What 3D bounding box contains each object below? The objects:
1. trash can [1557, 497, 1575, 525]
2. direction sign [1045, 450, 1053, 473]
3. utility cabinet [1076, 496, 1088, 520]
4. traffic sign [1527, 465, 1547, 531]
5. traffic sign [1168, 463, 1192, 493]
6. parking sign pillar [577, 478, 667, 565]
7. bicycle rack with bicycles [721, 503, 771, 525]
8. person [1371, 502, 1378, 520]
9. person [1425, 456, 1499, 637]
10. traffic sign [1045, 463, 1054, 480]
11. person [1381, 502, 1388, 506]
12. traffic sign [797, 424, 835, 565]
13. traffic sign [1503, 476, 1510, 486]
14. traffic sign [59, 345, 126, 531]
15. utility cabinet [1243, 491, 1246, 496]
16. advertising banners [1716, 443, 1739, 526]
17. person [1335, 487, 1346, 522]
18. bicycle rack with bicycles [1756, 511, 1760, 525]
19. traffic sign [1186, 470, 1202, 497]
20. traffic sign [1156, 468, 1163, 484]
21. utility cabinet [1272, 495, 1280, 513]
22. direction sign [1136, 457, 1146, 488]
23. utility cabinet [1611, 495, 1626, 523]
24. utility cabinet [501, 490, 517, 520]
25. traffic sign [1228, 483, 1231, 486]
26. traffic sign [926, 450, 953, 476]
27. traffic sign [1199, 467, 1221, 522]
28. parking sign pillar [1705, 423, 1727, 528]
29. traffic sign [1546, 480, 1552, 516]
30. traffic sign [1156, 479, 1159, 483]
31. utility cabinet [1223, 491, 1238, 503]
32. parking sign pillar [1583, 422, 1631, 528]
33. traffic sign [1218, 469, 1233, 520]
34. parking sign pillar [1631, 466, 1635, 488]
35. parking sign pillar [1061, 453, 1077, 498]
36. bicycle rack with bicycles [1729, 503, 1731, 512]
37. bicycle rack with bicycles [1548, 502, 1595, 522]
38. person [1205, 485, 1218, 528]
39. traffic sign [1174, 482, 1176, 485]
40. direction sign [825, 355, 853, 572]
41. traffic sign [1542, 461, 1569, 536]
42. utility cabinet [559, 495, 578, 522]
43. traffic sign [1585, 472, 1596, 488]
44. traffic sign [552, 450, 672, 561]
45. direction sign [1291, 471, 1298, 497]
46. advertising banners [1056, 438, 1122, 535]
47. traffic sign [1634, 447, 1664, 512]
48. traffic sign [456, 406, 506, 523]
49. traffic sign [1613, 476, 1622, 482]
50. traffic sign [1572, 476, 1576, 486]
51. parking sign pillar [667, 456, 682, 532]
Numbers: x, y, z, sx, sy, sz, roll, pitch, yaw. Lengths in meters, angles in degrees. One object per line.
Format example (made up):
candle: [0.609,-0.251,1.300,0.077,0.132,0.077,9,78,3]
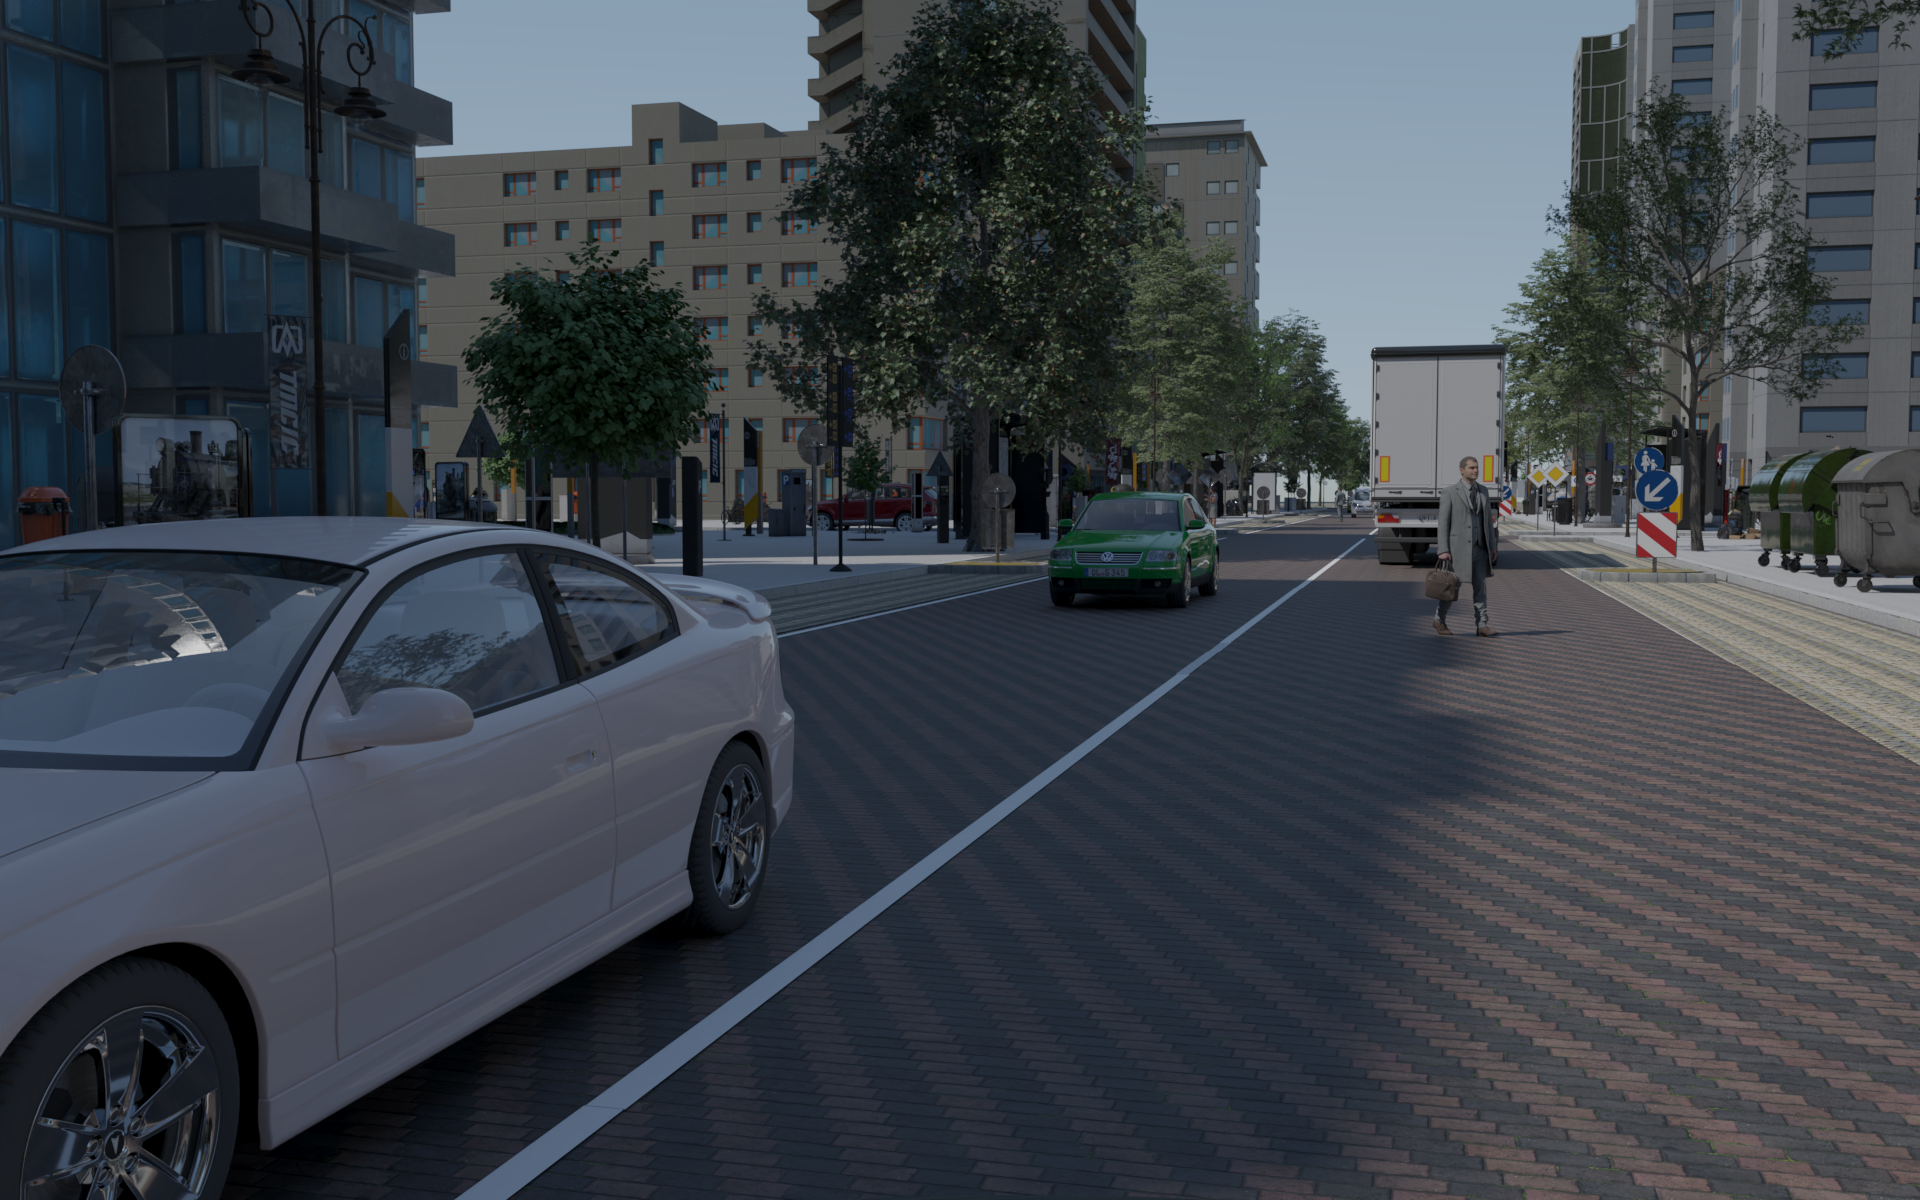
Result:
trash can: [25.194,-3.699,72.125,0.748,1.137,0.748,0,3,0]
direction sign: [4.533,-5.944,89.184,0.379,3.537,0.876,-2,4,-28]
utility cabinet: [3.705,-2.550,52.852,0.306,1.237,1.020,1,4,8]
traffic sign: [20.105,-3.461,60.222,0.795,2.450,0.064,1,4,15]
traffic sign: [7.035,-3.170,55.467,0.795,2.450,0.064,1,4,15]
parking sign pillar: [-6.348,-2.650,31.807,1.447,3.967,1.447,0,4,5]
bicycle rack with bicycles: [-8.860,-3.641,72.913,2.852,0.926,2.925,3,5,45]
person: [22.578,-5.076,94.081,0.523,1.515,0.503,1,4,12]
person: [5.102,-0.541,17.442,0.694,1.812,0.767,-1,4,-19]
traffic sign: [3.051,-3.913,63.975,0.884,2.594,0.081,2,4,24]
person: [32.176,-7.482,130.842,0.660,1.820,0.620,-2,4,-26]
traffic sign: [-2.619,-1.908,31.300,0.768,2.556,0.104,2,4,24]
traffic sign: [39.131,-7.616,124.624,0.768,2.556,0.104,2,4,24]
traffic sign: [-7.419,-0.898,14.794,0.768,2.556,0.104,1,4,23]
utility cabinet: [18.917,-6.618,116.880,1.173,1.500,0.318,-2,4,-34]
advertising banners: [26.282,-3.863,59.344,0.090,3.025,2.074,0,4,4]
person: [19.602,-4.936,89.309,0.635,1.810,0.391,-3,5,-41]
bicycle rack with bicycles: [37.351,-3.976,78.389,2.925,0.926,2.852,-1,4,-17]
traffic sign: [12.069,-5.471,89.456,0.884,2.594,0.081,2,4,25]
traffic sign: [9.918,-5.170,84.638,0.768,2.556,0.104,1,4,22]
utility cabinet: [20.894,-6.406,115.896,1.020,1.237,0.306,-1,4,-11]
direction sign: [11.044,-6.946,105.566,0.379,3.537,0.876,-2,4,-34]
utility cabinet: [29.063,-4.000,76.557,1.020,1.237,0.306,-3,5,-42]
utility cabinet: [-21.915,-4.616,84.149,0.318,1.500,1.173,1,4,8]
traffic sign: [17.512,-7.030,114.945,0.884,2.594,0.081,1,4,16]
traffic sign: [-0.602,-3.153,51.555,0.884,2.594,0.081,1,4,22]
traffic sign: [9.103,-3.642,63.181,0.795,2.450,0.064,1,4,15]
parking sign pillar: [28.955,-4.766,66.404,1.447,3.967,1.447,0,4,8]
traffic sign: [34.319,-6.131,100.340,0.768,2.556,0.104,1,4,21]
traffic sign: [10.485,-5.413,89.691,0.795,2.450,0.064,1,4,23]
utility cabinet: [17.230,-6.242,110.734,1.173,1.500,0.318,2,4,24]
parking sign pillar: [24.453,-4.728,65.776,1.447,3.967,1.447,1,4,12]
traffic sign: [13.361,-5.331,87.269,0.768,2.556,0.104,1,4,21]
parking sign pillar: [44.201,-7.753,115.241,1.447,3.967,1.447,-3,5,-44]
parking sign pillar: [7.026,-7.638,113.358,1.447,3.967,1.447,3,5,41]
bicycle rack with bicycles: [30.877,-3.678,73.521,2.852,0.926,2.925,3,5,43]
bicycle rack with bicycles: [28.327,-4.040,79.434,2.925,0.926,2.852,1,4,9]
person: [9.742,-3.580,67.393,0.532,1.782,0.716,0,4,1]
traffic sign: [11.959,-5.939,97.203,0.768,2.556,0.104,1,4,19]
direction sign: [-1.978,-2.240,28.619,0.379,3.537,0.876,2,4,23]
traffic sign: [18.037,-2.989,52.508,0.795,2.450,0.064,1,4,15]
utility cabinet: [-17.478,-4.061,77.553,1.020,1.237,0.306,3,4,36]
traffic sign: [36.651,-6.157,100.771,0.768,2.556,0.104,1,4,18]
traffic sign: [-5.466,-2.010,26.735,2.265,3.308,0.079,1,4,20]
direction sign: [26.288,-8.816,136.143,0.379,3.537,0.876,-1,4,-20]
advertising banners: [4.034,-3.549,54.207,2.074,3.025,0.090,0,4,3]
traffic sign: [18.783,-2.885,47.274,0.768,2.556,0.104,1,4,17]
traffic sign: [-7.001,-1.545,25.257,0.884,2.594,0.081,1,4,22]
traffic sign: [36.024,-5.687,95.115,0.606,2.300,0.079,1,4,15]
traffic sign: [34.996,-5.881,98.287,0.606,2.300,0.079,1,4,22]
parking sign pillar: [-9.958,-4.302,58.812,1.447,3.967,1.447,0,4,1]
